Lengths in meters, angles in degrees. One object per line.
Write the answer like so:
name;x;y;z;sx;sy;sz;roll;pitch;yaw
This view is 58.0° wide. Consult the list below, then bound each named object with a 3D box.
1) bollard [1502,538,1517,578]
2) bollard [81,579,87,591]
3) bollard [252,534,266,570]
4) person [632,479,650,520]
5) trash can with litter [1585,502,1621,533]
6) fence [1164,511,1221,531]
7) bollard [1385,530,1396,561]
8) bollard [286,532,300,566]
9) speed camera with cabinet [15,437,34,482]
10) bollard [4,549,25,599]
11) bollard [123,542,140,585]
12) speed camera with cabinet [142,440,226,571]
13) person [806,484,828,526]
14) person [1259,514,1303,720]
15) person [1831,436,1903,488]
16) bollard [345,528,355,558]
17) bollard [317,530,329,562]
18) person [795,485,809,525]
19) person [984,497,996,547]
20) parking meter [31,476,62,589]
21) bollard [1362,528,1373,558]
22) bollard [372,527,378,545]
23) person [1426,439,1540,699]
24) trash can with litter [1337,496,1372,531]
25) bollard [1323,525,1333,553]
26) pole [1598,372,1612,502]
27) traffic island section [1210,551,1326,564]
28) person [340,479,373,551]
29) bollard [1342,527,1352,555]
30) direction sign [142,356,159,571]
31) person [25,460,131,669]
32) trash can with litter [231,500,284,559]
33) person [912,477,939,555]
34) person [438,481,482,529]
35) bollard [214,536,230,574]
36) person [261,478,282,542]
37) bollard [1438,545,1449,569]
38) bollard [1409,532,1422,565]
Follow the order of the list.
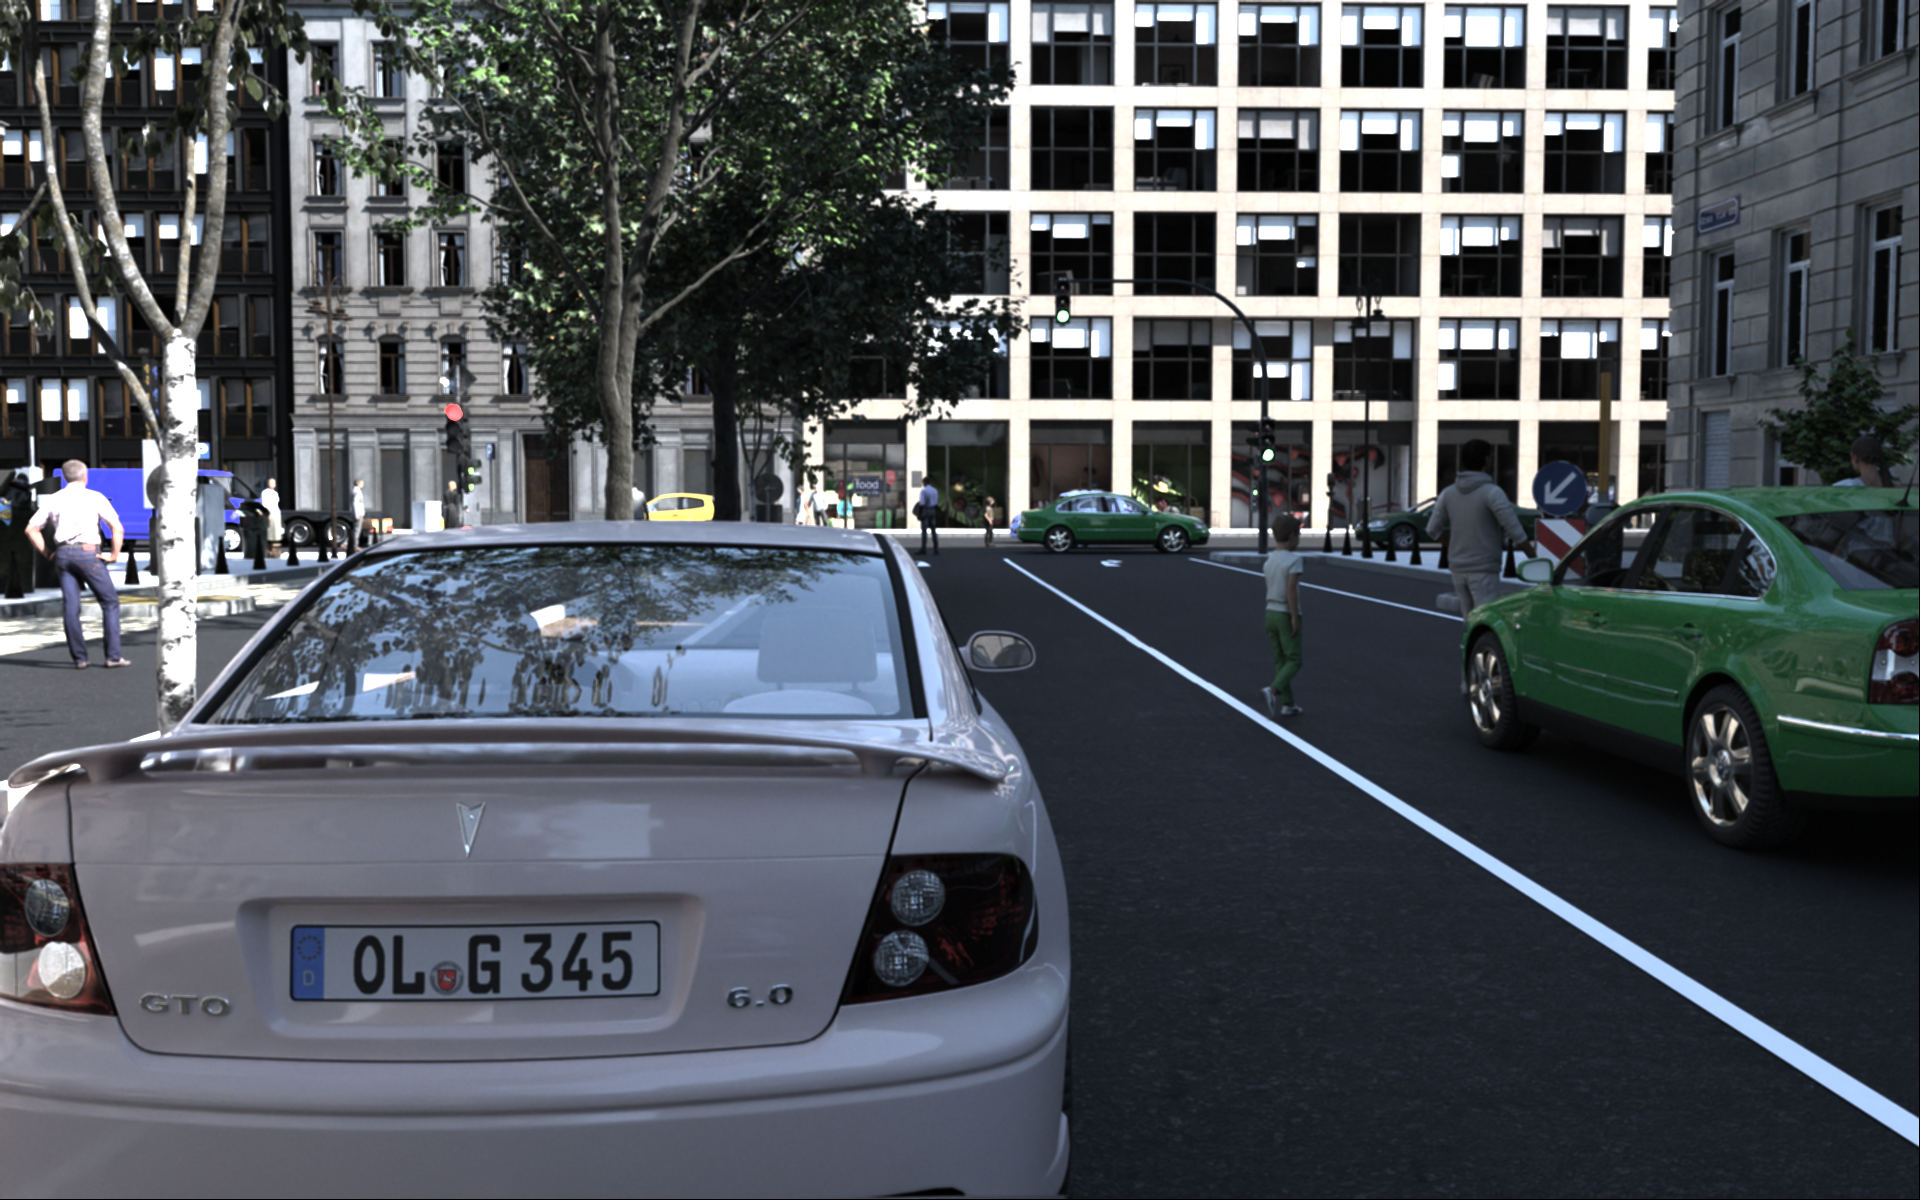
bollard;8.450;-0.645;26.591;0.229;0.601;0.229;0;3;0
bollard;-11.689;-0.421;22.923;0.229;0.601;0.229;0;3;0
bollard;-11.905;-0.818;29.418;0.229;0.601;0.229;0;3;0
person;-7.752;-1.991;41.320;0.850;1.792;0.678;2;4;35
trash can with litter;9.016;-0.780;24.140;0.624;1.170;1.055;2;4;24
fence;8.086;-2.765;60.580;2.069;0.683;0.278;0;4;-2
bollard;8.232;-1.042;33.076;0.229;0.601;0.229;0;3;0
bollard;-11.963;-0.918;31.043;0.229;0.601;0.229;0;3;0
speed camera with cabinet;-32.594;-3.992;59.597;2.038;3.252;0.660;1;4;17
bollard;-11.634;-0.321;21.291;0.229;0.601;0.229;0;3;0
bollard;-11.745;-0.521;24.553;0.229;0.601;0.229;0;3;0
speed camera with cabinet;-12.844;-2.100;28.678;0.660;3.252;2.038;0;4;-3
person;-4.675;-2.905;56.479;0.782;1.767;0.515;1;4;10
person;2.056;0.102;11.084;0.306;1.304;0.590;3;4;37
person;5.932;-0.165;11.290;0.616;1.811;0.778;0;4;8
bollard;-12.075;-1.117;34.302;0.229;0.601;0.229;0;3;0
bollard;-12.018;-1.017;32.663;0.229;0.601;0.229;0;3;0
person;-4.993;-2.737;54.256;0.522;1.701;0.512;-1;4;-13
person;0.827;-2.121;47.095;0.340;1.345;0.435;0;4;0
parking meter;-12.438;-0.930;23.621;0.372;1.533;0.369;0;3;0
bollard;8.170;-1.141;34.696;0.229;0.601;0.229;0;3;0
bollard;-12.132;-1.216;35.931;0.229;0.601;0.229;0;3;0
person;3.634;-0.200;11.923;0.789;1.805;0.875;-3;4;-36
trash can with litter;14.530;-3.044;60.830;2.233;1.210;1.678;3;4;39
bollard;8.063;-1.340;37.945;0.229;0.601;0.229;0;3;0
pole;10.817;-2.156;29.089;0.158;3.312;0.155;0;3;0
traffic island section;6.491;-0.903;37.041;2.009;0.180;2.903;0;4;-2
person;-15.122;-2.132;43.477;0.853;1.813;0.709;-2;4;-31
bollard;8.120;-1.240;36.318;0.229;0.601;0.229;0;3;0
direction sign;-13.481;-2.258;28.915;0.379;3.537;0.876;-1;4;-11
person;-7.225;-0.295;14.270;0.756;1.711;0.436;0;4;3
trash can with litter;-13.984;-1.415;34.528;0.624;1.170;1.055;0;4;7
person;-0.832;-1.988;40.876;0.709;1.838;0.599;-3;5;-42
person;-14.351;-2.513;49.803;1.509;1.804;0.699;3;4;36
bollard;-11.855;-0.719;27.794;0.229;0.601;0.229;0;3;0
person;-16.247;-1.958;40.734;0.641;1.798;0.478;3;4;38
bollard;8.345;-0.843;29.832;0.229;0.601;0.229;0;3;0
bollard;8.283;-0.943;31.455;0.229;0.601;0.229;0;3;0
